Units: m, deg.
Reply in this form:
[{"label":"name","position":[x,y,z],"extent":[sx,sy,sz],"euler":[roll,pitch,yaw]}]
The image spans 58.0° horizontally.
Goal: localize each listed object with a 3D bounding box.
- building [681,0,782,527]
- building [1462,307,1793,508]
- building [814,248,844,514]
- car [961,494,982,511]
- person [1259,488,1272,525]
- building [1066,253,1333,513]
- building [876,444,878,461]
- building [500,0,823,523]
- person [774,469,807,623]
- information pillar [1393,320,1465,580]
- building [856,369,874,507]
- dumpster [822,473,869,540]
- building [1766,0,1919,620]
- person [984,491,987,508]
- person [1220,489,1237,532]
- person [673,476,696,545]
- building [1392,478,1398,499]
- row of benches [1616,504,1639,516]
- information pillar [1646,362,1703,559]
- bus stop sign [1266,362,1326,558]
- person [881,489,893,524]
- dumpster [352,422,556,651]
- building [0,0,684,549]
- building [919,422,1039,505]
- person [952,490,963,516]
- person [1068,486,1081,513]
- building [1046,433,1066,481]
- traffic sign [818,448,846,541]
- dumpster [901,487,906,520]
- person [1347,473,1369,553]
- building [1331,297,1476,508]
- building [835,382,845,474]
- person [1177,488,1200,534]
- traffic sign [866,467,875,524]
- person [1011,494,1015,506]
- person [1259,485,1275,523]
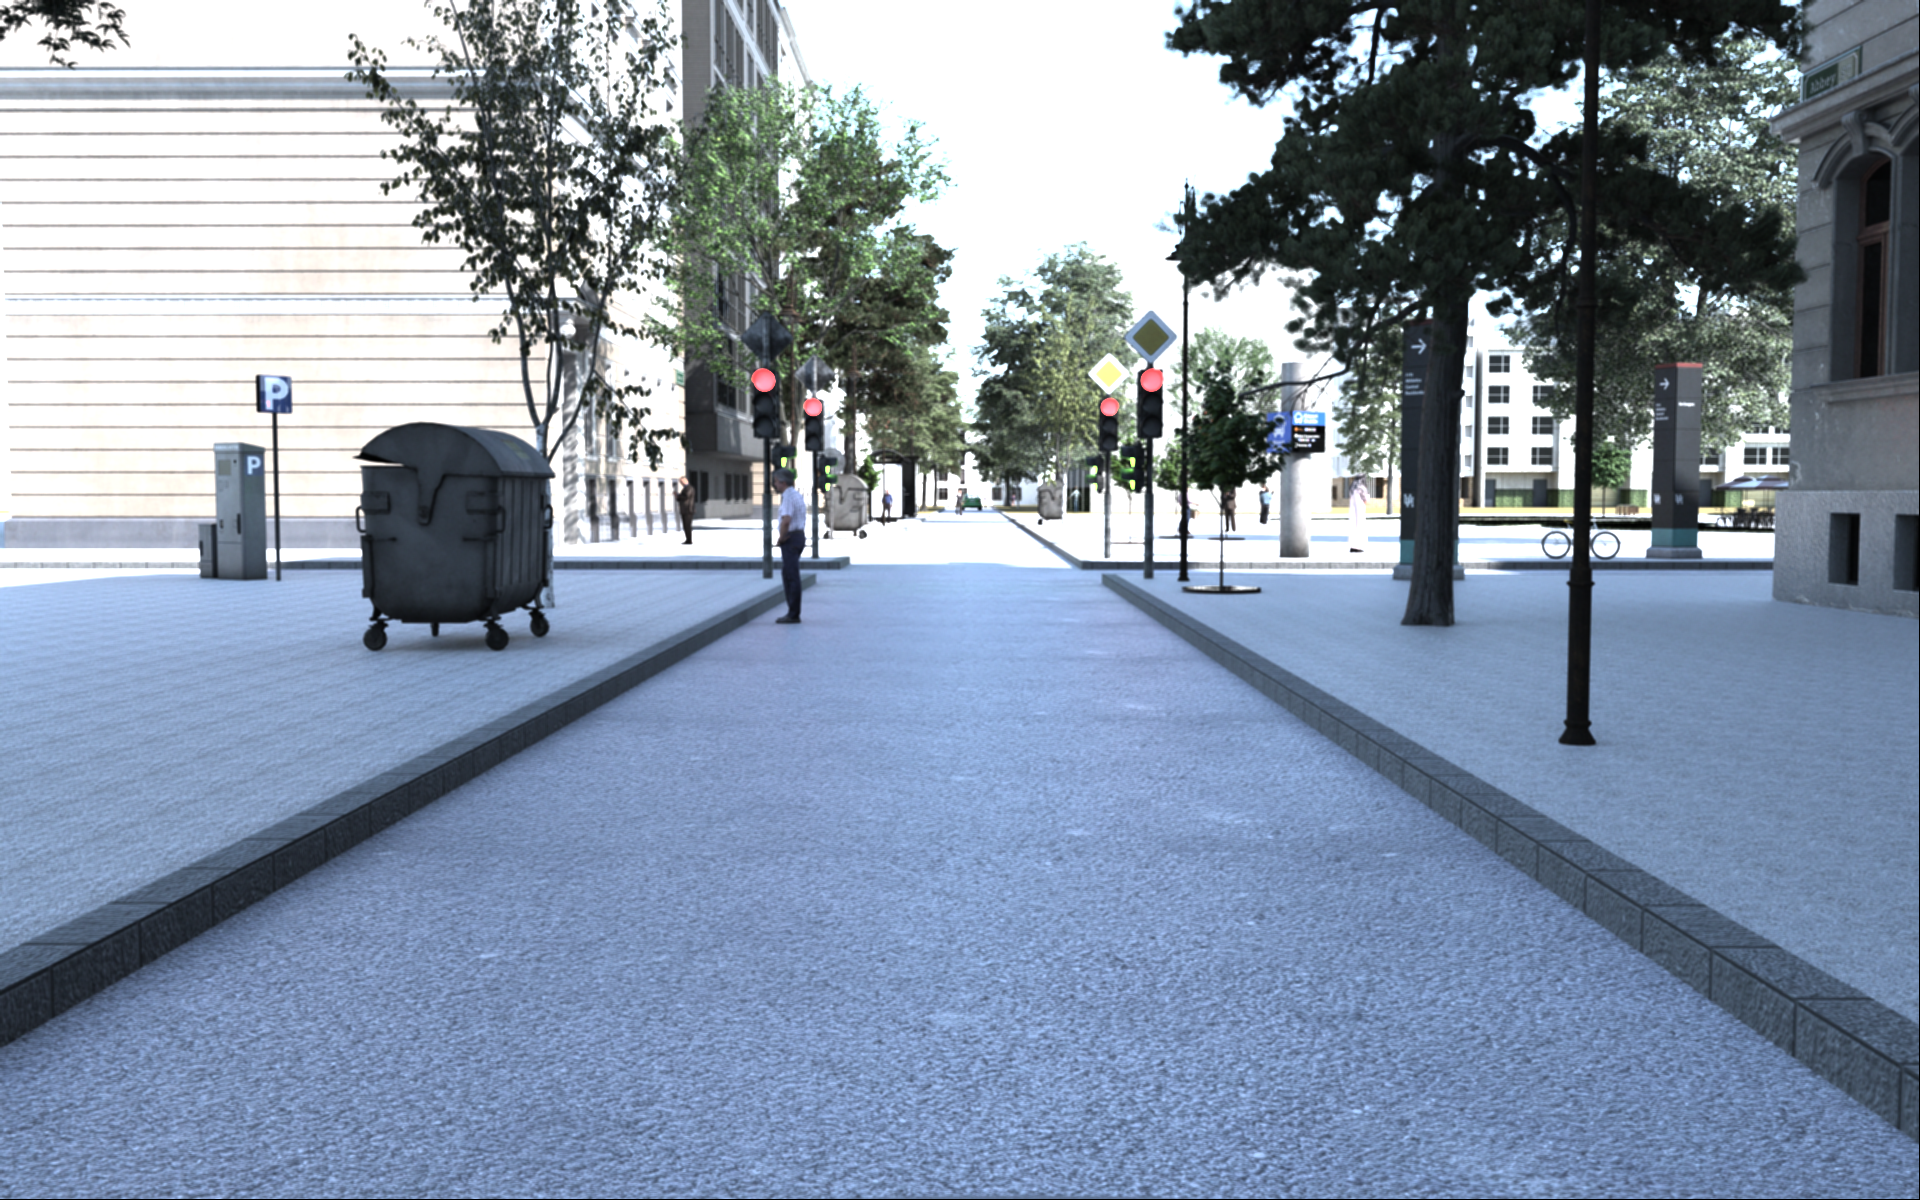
[{"label":"building","position":[-15.561,-16.972,71.000],"extent":[14.314,27.812,24.014],"euler":[0,4,0]},{"label":"building","position":[65.243,-18.687,171.989],"extent":[31.486,18.905,16.747],"euler":[0,4,0]},{"label":"building","position":[-16.088,-15.840,115.396],"extent":[16.016,20.091,11.380],"euler":[0,4,0]},{"label":"car","position":[1.002,-8.761,152.034],"extent":[1.959,1.807,4.718],"euler":[0,4,-2]},{"label":"person","position":[12.677,-3.893,71.903],"extent":[0.499,1.552,0.429],"euler":[3,5,41]},{"label":"building","position":[17.561,-16.466,135.674],"extent":[16.747,18.905,31.486],"euler":[0,4,0]},{"label":"building","position":[-13.196,-19.384,173.342],"extent":[11.380,20.091,16.016],"euler":[0,4,0]},{"label":"building","position":[-14.848,-18.782,92.992],"extent":[13.634,28.700,20.117],"euler":[0,4,0]},{"label":"person","position":[-1.929,-0.599,19.225],"extent":[0.436,1.711,0.756],"euler":[1,4,19]},{"label":"information pillar","position":[7.035,-2.233,25.884],"extent":[0.750,3.857,0.750],"euler":[-3,5,-40]},{"label":"building","position":[-16.230,-18.260,154.976],"extent":[16.016,20.091,11.380],"euler":[0,4,0]},{"label":"dumpster","position":[-3.271,-2.666,49.347],"extent":[1.264,1.857,1.865],"euler":[0,4,0]},{"label":"building","position":[15.968,-13.551,8.946],"extent":[14.401,28.519,23.554],"euler":[0,4,0]},{"label":"person","position":[2.465,-10.135,174.895],"extent":[0.721,1.739,1.217],"euler":[0,4,-1]},{"label":"person","position":[9.066,-3.165,58.478],"extent":[0.565,1.739,0.600],"euler":[0,4,6]},{"label":"person","position":[-7.020,-2.286,44.105],"extent":[0.565,1.739,0.600],"euler":[3,4,37]},{"label":"building","position":[63.701,-15.955,203.003],"extent":[28.070,9.664,9.099],"euler":[0,4,0]},{"label":"row of benches","position":[39.612,-5.343,102.819],"extent":[1.422,0.672,4.104],"euler":[1,4,11]},{"label":"information pillar","position":[14.260,-2.758,34.478],"extent":[0.750,3.857,0.750],"euler":[-1,4,-18]},{"label":"bus stop sign","position":[6.741,-2.800,34.792],"extent":[0.837,3.901,0.837],"euler":[-2,4,-27]},{"label":"person","position":[-3.204,-4.026,74.562],"extent":[0.574,1.496,0.600],"euler":[1,4,18]},{"label":"dumpster","position":[-4.296,-0.555,14.831],"extent":[1.264,1.857,1.865],"euler":[0,4,1]},{"label":"building","position":[-15.604,-16.088,48.947],"extent":[13.634,28.700,20.117],"euler":[0,4,0]},{"label":"building","position":[-4.649,-15.981,203.428],"extent":[28.070,9.664,9.099],"euler":[0,4,0]},{"label":"person","position":[-0.144,-6.315,112.555],"extent":[0.742,1.727,0.445],"euler":[-3,5,-44]},{"label":"person","position":[8.029,-6.996,120.515],"extent":[0.705,1.814,1.350],"euler":[3,5,44]},{"label":"building","position":[24.041,-15.950,202.926],"extent":[28.070,9.664,9.099],"euler":[0,4,0]},{"label":"traffic sign","position":[-3.537,-2.912,47.709],"extent":[0.768,2.556,0.104],"euler":[0,4,4]},{"label":"dumpster","position":[-3.390,-4.996,87.442],"extent":[1.264,1.857,1.865],"euler":[0,4,1]},{"label":"person","position":[8.707,-1.900,37.779],"extent":[0.621,1.740,0.551],"euler":[-2,4,-26]},{"label":"building","position":[43.507,-19.324,172.368],"extent":[11.380,20.091,16.016],"euler":[0,4,0]},{"label":"building","position":[-13.149,-11.819,135.384],"extent":[9.099,9.664,28.070],"euler":[0,4,0]},{"label":"person","position":[7.179,-2.875,55.016],"extent":[0.435,1.587,0.963],"euler":[-3,5,-39]},{"label":"traffic sign","position":[-3.986,-4.520,74.003],"extent":[0.768,2.556,0.104],"euler":[0,4,6]},{"label":"person","position":[5.804,-10.878,189.588],"extent":[0.421,1.427,0.697],"euler":[-1,4,-16]},{"label":"person","position":[13.374,-4.194,75.419],"extent":[0.742,1.727,0.445],"euler":[1,4,19]}]
